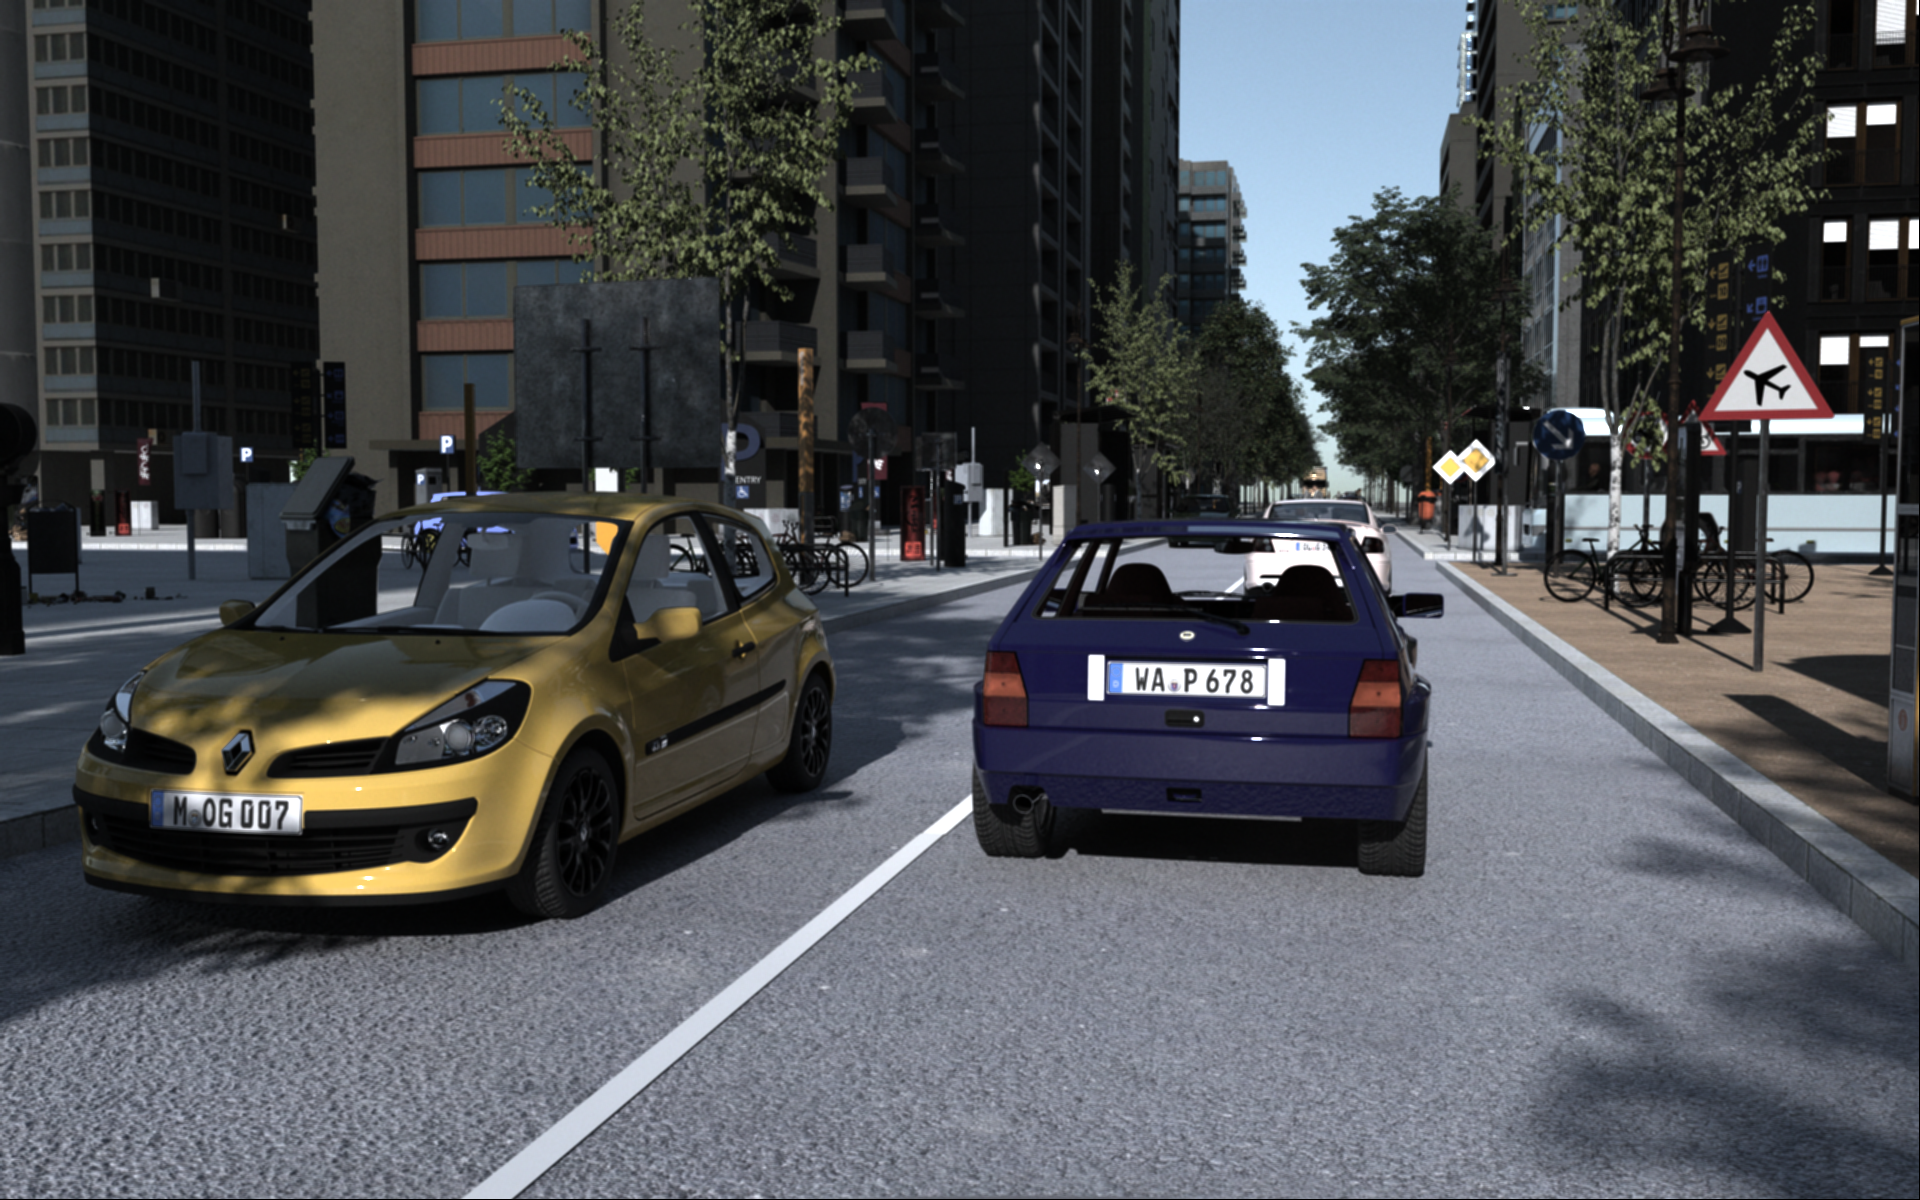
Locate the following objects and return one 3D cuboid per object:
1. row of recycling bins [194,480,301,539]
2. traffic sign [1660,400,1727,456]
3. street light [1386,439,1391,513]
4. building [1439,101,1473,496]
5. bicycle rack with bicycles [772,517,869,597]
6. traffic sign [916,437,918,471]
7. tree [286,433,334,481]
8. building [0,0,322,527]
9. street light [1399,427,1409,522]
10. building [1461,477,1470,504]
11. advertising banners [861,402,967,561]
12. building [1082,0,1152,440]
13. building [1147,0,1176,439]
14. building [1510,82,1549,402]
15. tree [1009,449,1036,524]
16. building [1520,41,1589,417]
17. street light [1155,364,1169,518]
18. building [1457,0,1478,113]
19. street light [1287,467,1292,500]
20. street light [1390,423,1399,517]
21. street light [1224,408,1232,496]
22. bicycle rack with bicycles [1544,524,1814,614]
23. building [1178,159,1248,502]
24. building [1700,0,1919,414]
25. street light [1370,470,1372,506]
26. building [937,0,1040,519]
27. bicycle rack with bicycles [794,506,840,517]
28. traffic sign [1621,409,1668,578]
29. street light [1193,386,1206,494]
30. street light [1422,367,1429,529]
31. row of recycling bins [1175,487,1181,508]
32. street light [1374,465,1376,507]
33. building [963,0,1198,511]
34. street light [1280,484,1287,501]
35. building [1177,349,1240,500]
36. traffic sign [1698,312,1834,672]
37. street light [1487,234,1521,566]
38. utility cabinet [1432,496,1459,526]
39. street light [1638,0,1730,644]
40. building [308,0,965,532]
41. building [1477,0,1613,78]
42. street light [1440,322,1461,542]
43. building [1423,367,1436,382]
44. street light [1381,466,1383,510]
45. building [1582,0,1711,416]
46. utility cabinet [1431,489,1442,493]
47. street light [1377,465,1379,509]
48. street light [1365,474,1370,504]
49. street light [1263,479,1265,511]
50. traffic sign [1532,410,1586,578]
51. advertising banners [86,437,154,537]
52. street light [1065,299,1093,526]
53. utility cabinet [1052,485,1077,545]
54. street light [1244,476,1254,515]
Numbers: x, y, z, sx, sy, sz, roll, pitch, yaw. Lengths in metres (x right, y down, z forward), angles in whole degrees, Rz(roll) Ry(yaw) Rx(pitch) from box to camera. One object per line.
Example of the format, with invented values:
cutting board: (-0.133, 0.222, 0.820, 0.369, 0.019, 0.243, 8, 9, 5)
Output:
row of recycling bins: (-20.544, -2.640, 50.277, 3.534, 1.692, 1.069, 0, 4, -4)
traffic sign: (10.134, -1.469, 24.017, 0.884, 2.594, 0.081, 1, 4, 21)
street light: (27.949, -8.520, 112.085, 0.468, 5.910, 1.993, 1, 4, 13)
building: (69.125, -35.778, 208.675, 21.300, 48.544, 21.600, 1, 4, 13)
bicycle rack with bicycles: (-2.581, -0.560, 22.537, 2.925, 0.926, 2.852, 0, 4, -6)
traffic sign: (-0.500, -1.760, 30.903, 0.606, 2.300, 0.079, 1, 4, 13)
tree: (-19.945, -3.589, 53.281, 1.663, 3.219, 1.824, 0, 3, 0)
building: (-43.354, -23.439, 75.103, 23.993, 40.220, 32.217, 1, 4, 13)
street light: (20.548, -6.522, 79.421, 0.468, 5.910, 1.993, 1, 4, 13)
building: (64.101, -28.717, 161.402, 32.217, 40.220, 23.993, 1, 4, 13)
advertising banners: (-0.874, -2.257, 33.090, 2.074, 3.025, 0.090, -1, 4, -14)
building: (5.908, -26.969, 124.531, 14.154, 41.232, 14.086, 1, 4, 13)
building: (3.623, -34.050, 145.948, 28.713, 52.752, 27.495, 1, 4, 13)
building: (46.476, -21.531, 123.730, 14.160, 30.474, 14.107, 1, 4, 13)
tree: (2.725, -4.878, 74.353, 1.663, 3.219, 1.824, 0, 3, 0)
building: (39.540, -17.216, 99.497, 12.078, 24.808, 19.932, 1, 4, 13)
street light: (6.790, -5.232, 58.336, 0.468, 5.910, 1.993, 1, 4, 13)
building: (75.896, -56.291, 233.036, 22.319, 86.520, 31.000, 1, 4, 13)
street light: (34.263, -12.754, 181.317, 0.468, 5.910, 1.993, 1, 4, 13)
street light: (24.264, -7.529, 95.887, 0.468, 5.910, 1.993, 1, 4, 13)
street light: (14.087, -7.238, 91.132, 0.468, 5.910, 1.993, 1, 4, 13)
bicycle rack with bicycles: (8.224, -0.396, 19.850, 2.925, 0.926, 2.852, 2, 4, 24)
building: (29.734, -38.595, 250.630, 23.786, 49.044, 30.456, 1, 4, 13)
building: (30.534, -13.375, 48.359, 15.834, 23.373, 12.332, 1, 4, 13)
street light: (40.707, -12.048, 169.778, 0.468, 5.910, 1.993, 1, 4, 13)
building: (-1.592, -40.331, 97.661, 20.563, 71.187, 20.611, 1, 4, 13)
bicycle rack with bicycles: (-4.409, -2.288, 50.795, 2.925, 0.926, 2.852, 0, 4, 1)
traffic sign: (10.100, -1.551, 25.469, 0.768, 2.556, 0.104, 1, 4, 18)
street light: (10.293, -6.226, 74.575, 0.468, 5.910, 1.993, 1, 4, 13)
street light: (16.935, -5.521, 63.052, 0.468, 5.910, 1.993, 1, 4, 13)
row of recycling bins: (8.924, -4.229, 76.260, 1.069, 1.692, 3.534, 1, 4, 22)
street light: (37.107, -11.053, 153.504, 0.468, 5.910, 1.993, 1, 4, 13)
building: (12.790, -44.630, 167.950, 20.563, 71.187, 20.611, 1, 4, 13)
street light: (30.565, -11.750, 164.897, 0.468, 5.910, 1.993, 1, 4, 13)
building: (21.188, -23.098, 222.685, 27.650, 21.520, 28.899, 1, 4, 13)
traffic sign: (5.766, -0.761, 12.440, 0.884, 2.594, 0.081, 1, 4, 22)
street light: (9.684, -3.558, 30.963, 0.468, 5.910, 1.993, 1, 4, 13)
utility cabinet: (19.691, -3.615, 70.270, 1.020, 1.237, 0.306, 1, 4, 18)
street light: (6.098, -2.566, 14.743, 0.468, 5.910, 1.993, 1, 4, 13)
building: (-12.179, -25.243, 67.344, 22.147, 44.769, 28.867, 1, 4, 13)
building: (53.434, -31.591, 140.210, 21.300, 48.544, 21.600, 1, 4, 13)
street light: (13.195, -4.520, 46.695, 0.468, 5.910, 1.993, 1, 4, 13)
building: (76.006, -29.730, 257.788, 14.160, 30.474, 14.107, 1, 4, 13)
street light: (29.721, -9.023, 120.314, 0.468, 5.910, 1.993, 1, 4, 13)
building: (36.818, -17.372, 77.541, 14.314, 27.812, 24.014, 1, 4, 13)
utility cabinet: (22.180, -4.455, 81.526, 1.173, 1.500, 0.318, 3, 5, 40)
street light: (33.454, -10.062, 137.299, 0.468, 5.910, 1.993, 1, 4, 13)
street light: (48.064, -14.068, 202.798, 0.468, 5.910, 1.993, 1, 4, 13)
street light: (23.203, -9.750, 132.197, 0.468, 5.910, 1.993, 1, 4, 13)
traffic sign: (9.085, -1.603, 26.320, 0.768, 2.556, 0.104, 1, 4, 22)
advertising banners: (-25.657, -3.473, 52.964, 0.090, 3.025, 2.074, 3, 5, 41)
street light: (2.833, -4.189, 41.276, 0.468, 5.910, 1.993, 1, 4, 13)
utility cabinet: (2.618, -2.127, 43.452, 0.318, 1.500, 1.173, 1, 4, 19)
street light: (17.746, -8.229, 107.337, 0.468, 5.910, 1.993, 1, 4, 13)
